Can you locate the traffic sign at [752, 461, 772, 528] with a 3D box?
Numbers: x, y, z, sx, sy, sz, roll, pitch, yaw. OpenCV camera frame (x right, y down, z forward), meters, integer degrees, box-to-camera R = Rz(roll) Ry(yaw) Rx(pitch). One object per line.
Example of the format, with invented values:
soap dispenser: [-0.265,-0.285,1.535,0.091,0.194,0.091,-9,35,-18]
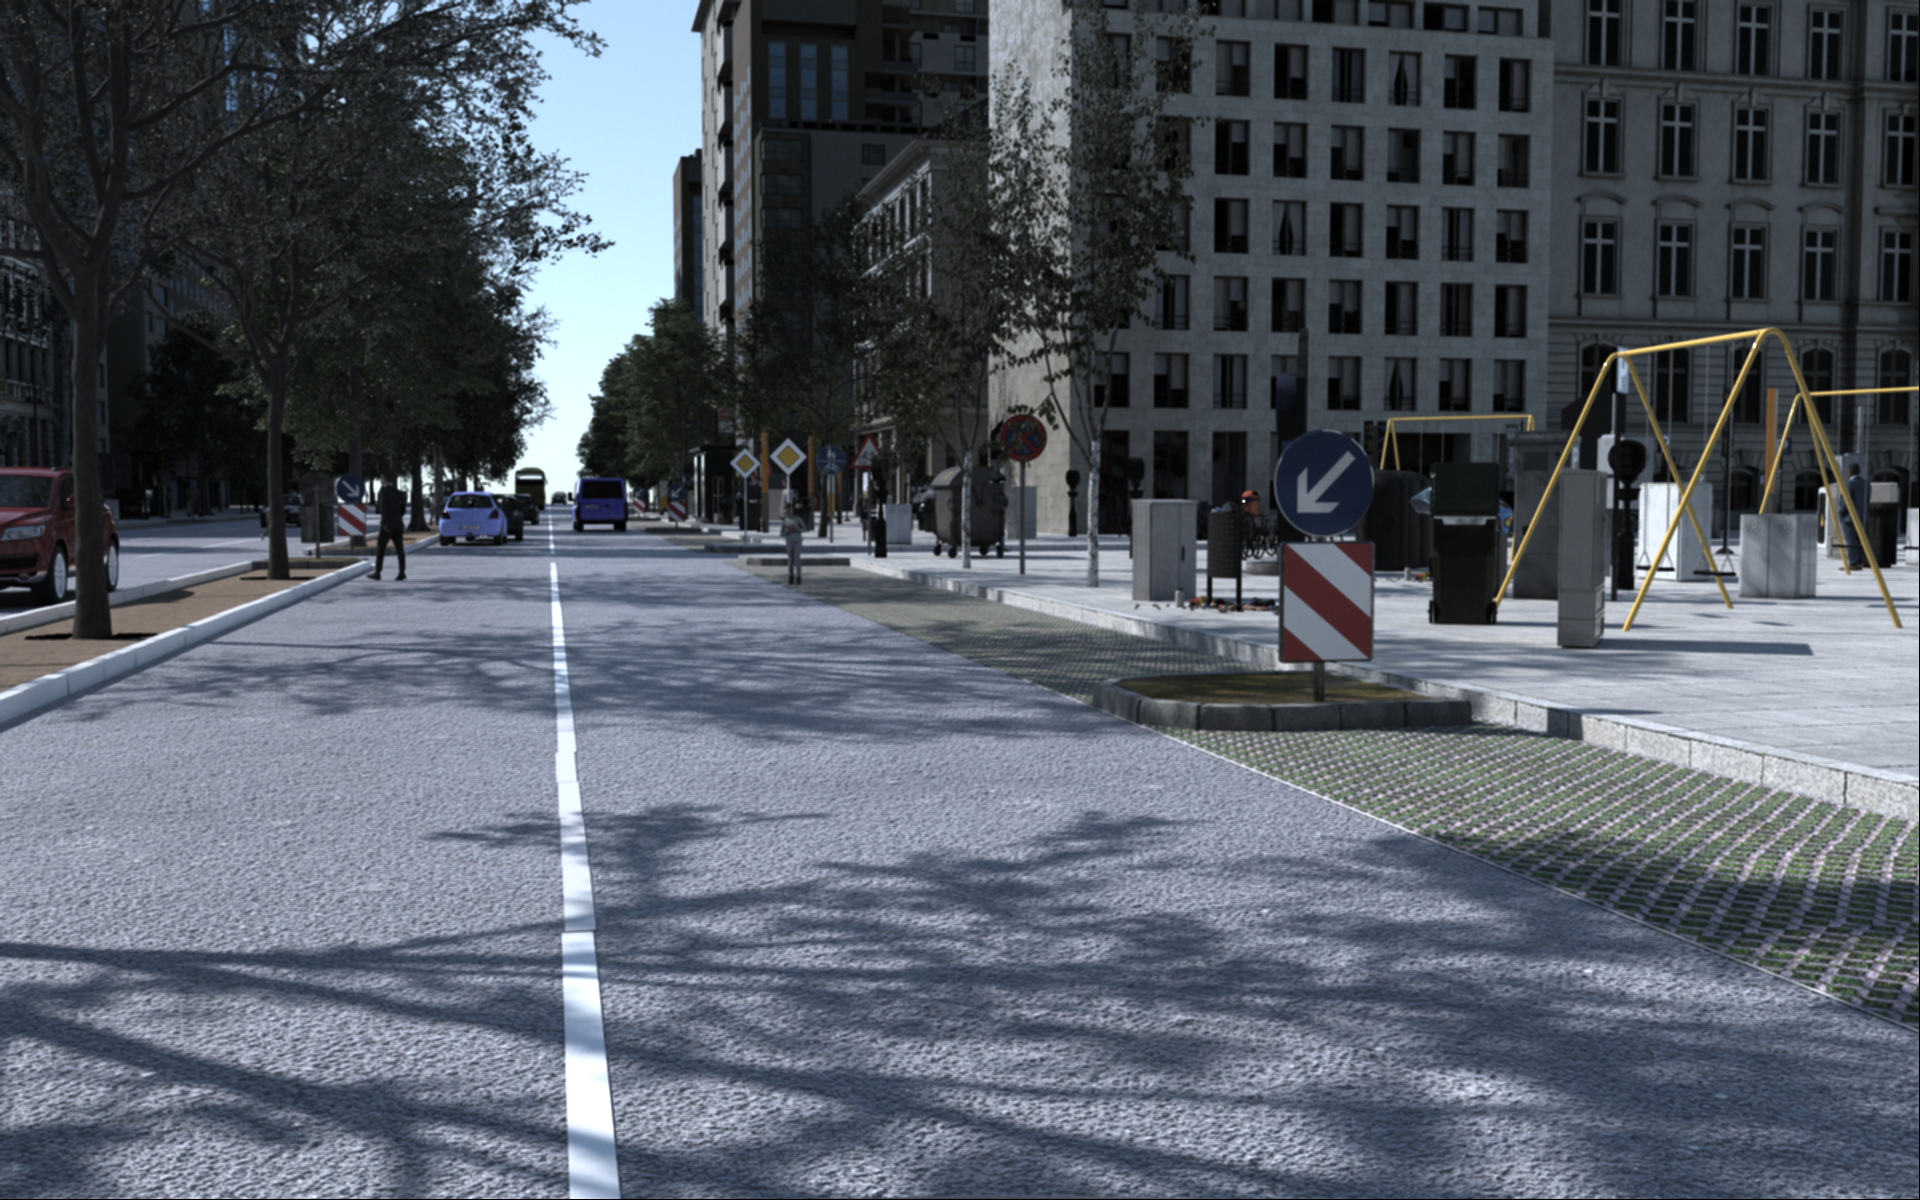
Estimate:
traffic sign: [-7.546,-4.029,65.977,0.768,2.556,0.104,0,4,-6]

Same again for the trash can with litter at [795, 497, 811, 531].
trash can with litter: [-5.510,-2.933,59.339,0.624,1.170,1.055,-2,4,-29]

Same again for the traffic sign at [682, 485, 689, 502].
traffic sign: [-18.134,-6.926,113.241,0.884,2.594,0.081,-1,4,-13]

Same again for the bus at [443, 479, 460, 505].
bus: [-60.198,-12.911,205.954,2.948,3.499,13.247,-1,4,-14]

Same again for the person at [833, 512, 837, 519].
person: [-6.694,-4.891,90.286,0.640,1.303,0.475,-1,4,-16]

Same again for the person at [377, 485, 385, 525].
person: [-25.973,-4.241,77.871,0.581,1.822,0.654,1,4,22]

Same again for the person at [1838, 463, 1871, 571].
person: [15.012,-1.396,29.057,0.721,1.800,0.419,-2,4,-32]

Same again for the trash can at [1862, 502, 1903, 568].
trash can: [15.976,-1.132,30.154,0.748,1.137,0.748,0,3,0]

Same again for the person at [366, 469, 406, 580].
person: [-9.536,-1.256,28.813,0.755,1.850,0.659,2,4,30]

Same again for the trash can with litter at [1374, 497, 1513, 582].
trash can with litter: [7.210,-0.858,25.079,1.678,1.210,2.233,-2,4,-29]

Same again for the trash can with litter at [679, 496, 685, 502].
trash can with litter: [-19.080,-6.464,117.078,1.055,1.170,0.624,0,4,2]

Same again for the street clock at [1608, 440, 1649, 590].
street clock: [8.938,-1.140,23.210,0.471,2.002,0.358,2,4,35]

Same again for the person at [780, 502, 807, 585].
person: [-2.619,-0.887,27.280,0.425,1.301,0.394,0,4,-7]

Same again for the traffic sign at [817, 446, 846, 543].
traffic sign: [-3.391,-2.784,45.621,0.768,2.556,0.104,-1,4,-12]

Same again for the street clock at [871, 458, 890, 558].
street clock: [-1.597,-1.854,34.890,0.358,2.002,0.471,1,4,20]

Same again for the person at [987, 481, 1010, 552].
person: [0.806,-1.981,40.871,0.794,1.824,0.713,3,5,41]

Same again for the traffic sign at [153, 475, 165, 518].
traffic sign: [-42.152,-5.448,91.197,0.606,2.300,0.079,0,4,-7]

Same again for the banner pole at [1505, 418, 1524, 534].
banner pole: [17.593,-3.967,54.871,0.863,3.779,0.401,-1,4,-22]

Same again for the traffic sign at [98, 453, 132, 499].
traffic sign: [-42.045,-5.598,85.393,2.265,3.308,0.079,0,4,-7]

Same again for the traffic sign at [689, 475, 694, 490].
traffic sign: [-17.614,-6.987,114.241,0.884,2.594,0.081,-1,4,-9]

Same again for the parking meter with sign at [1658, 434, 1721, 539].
parking meter with sign: [21.085,-3.288,50.017,0.543,3.016,1.738,-3,5,-39]

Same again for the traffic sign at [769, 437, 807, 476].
traffic sign: [-3.507,-2.045,35.628,0.795,2.593,0.064,-1,4,-13]

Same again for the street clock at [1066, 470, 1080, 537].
street clock: [3.381,-2.897,51.933,0.358,2.002,0.471,-2,4,-26]

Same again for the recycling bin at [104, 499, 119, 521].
recycling bin: [-40.306,-4.242,81.904,0.722,1.027,0.722,2,4,28]

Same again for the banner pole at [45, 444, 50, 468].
banner pole: [-45.860,-5.940,87.133,0.401,3.779,0.863,-3,5,-39]

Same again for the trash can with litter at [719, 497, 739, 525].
trash can with litter: [-9.741,-3.744,72.603,0.624,1.170,1.055,0,4,3]

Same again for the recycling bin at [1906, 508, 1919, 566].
recycling bin: [17.488,-1.128,30.990,0.722,1.027,0.722,-2,4,-23]

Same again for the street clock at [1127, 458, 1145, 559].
street clock: [3.482,-1.821,34.339,0.358,2.002,0.471,-1,4,-10]

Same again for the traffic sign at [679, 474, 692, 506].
traffic sign: [-17.018,-6.562,107.387,0.768,2.556,0.104,0,4,-7]

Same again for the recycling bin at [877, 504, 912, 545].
recycling bin: [-1.670,-1.921,43.961,0.722,1.027,0.722,-1,4,-21]

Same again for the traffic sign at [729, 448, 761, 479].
traffic sign: [-5.353,-2.520,43.397,0.795,2.593,0.064,-1,4,-13]

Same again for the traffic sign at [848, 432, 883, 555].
traffic sign: [-1.910,-2.230,36.460,0.884,2.594,0.081,0,4,-6]

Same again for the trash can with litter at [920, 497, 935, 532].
trash can with litter: [-0.784,-2.874,58.380,1.055,1.170,0.624,-2,4,-32]

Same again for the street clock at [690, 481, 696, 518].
street clock: [-14.295,-5.438,93.478,0.471,2.002,0.358,-1,4,-15]

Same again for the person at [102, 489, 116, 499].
person: [-43.099,-4.975,87.749,0.532,1.782,0.716,3,4,36]

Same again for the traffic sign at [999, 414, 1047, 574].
traffic sign: [0.997,-1.681,27.587,0.768,2.556,0.104,0,4,-5]

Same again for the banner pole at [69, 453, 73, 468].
banner pole: [-47.484,-6.297,92.973,0.401,3.779,0.863,3,4,36]

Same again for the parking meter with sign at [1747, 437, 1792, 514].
parking meter with sign: [24.728,-3.470,52.995,1.738,3.016,0.543,-3,5,-40]

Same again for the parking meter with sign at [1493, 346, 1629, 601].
parking meter with sign: [7.145,-1.519,21.096,1.738,3.016,0.543,2,4,35]

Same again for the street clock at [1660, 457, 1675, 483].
street clock: [13.813,-1.790,33.841,0.358,2.002,0.471,2,4,28]

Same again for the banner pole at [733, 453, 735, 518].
banner pole: [-12.000,-6.178,91.026,0.401,3.779,0.863,2,4,27]

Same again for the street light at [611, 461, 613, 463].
street light: [-38.401,-13.352,191.096,0.468,5.910,1.993,-1,4,-13]

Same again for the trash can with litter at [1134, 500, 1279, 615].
trash can with litter: [3.086,-0.490,19.066,1.678,1.210,2.233,-2,4,-32]

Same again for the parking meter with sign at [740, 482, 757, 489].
parking meter with sign: [-13.448,-7.131,112.859,1.738,3.016,0.543,0,4,1]

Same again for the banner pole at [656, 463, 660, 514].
banner pole: [-19.367,-7.484,112.386,0.863,3.779,0.401,-3,4,-38]

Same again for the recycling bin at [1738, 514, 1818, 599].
recycling bin: [10.180,-0.550,21.550,0.722,1.027,0.722,3,5,42]

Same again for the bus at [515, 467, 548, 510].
bus: [-39.494,-10.268,159.431,2.896,3.916,12.252,-1,4,-13]

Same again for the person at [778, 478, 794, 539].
person: [-4.943,-2.615,49.549,0.466,1.731,0.760,1,4,13]

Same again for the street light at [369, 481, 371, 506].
street light: [-65.967,-13.503,193.564,0.468,5.910,1.993,-1,4,-13]

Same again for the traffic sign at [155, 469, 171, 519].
traffic sign: [-41.194,-5.469,89.532,0.768,2.556,0.104,-1,4,-10]
